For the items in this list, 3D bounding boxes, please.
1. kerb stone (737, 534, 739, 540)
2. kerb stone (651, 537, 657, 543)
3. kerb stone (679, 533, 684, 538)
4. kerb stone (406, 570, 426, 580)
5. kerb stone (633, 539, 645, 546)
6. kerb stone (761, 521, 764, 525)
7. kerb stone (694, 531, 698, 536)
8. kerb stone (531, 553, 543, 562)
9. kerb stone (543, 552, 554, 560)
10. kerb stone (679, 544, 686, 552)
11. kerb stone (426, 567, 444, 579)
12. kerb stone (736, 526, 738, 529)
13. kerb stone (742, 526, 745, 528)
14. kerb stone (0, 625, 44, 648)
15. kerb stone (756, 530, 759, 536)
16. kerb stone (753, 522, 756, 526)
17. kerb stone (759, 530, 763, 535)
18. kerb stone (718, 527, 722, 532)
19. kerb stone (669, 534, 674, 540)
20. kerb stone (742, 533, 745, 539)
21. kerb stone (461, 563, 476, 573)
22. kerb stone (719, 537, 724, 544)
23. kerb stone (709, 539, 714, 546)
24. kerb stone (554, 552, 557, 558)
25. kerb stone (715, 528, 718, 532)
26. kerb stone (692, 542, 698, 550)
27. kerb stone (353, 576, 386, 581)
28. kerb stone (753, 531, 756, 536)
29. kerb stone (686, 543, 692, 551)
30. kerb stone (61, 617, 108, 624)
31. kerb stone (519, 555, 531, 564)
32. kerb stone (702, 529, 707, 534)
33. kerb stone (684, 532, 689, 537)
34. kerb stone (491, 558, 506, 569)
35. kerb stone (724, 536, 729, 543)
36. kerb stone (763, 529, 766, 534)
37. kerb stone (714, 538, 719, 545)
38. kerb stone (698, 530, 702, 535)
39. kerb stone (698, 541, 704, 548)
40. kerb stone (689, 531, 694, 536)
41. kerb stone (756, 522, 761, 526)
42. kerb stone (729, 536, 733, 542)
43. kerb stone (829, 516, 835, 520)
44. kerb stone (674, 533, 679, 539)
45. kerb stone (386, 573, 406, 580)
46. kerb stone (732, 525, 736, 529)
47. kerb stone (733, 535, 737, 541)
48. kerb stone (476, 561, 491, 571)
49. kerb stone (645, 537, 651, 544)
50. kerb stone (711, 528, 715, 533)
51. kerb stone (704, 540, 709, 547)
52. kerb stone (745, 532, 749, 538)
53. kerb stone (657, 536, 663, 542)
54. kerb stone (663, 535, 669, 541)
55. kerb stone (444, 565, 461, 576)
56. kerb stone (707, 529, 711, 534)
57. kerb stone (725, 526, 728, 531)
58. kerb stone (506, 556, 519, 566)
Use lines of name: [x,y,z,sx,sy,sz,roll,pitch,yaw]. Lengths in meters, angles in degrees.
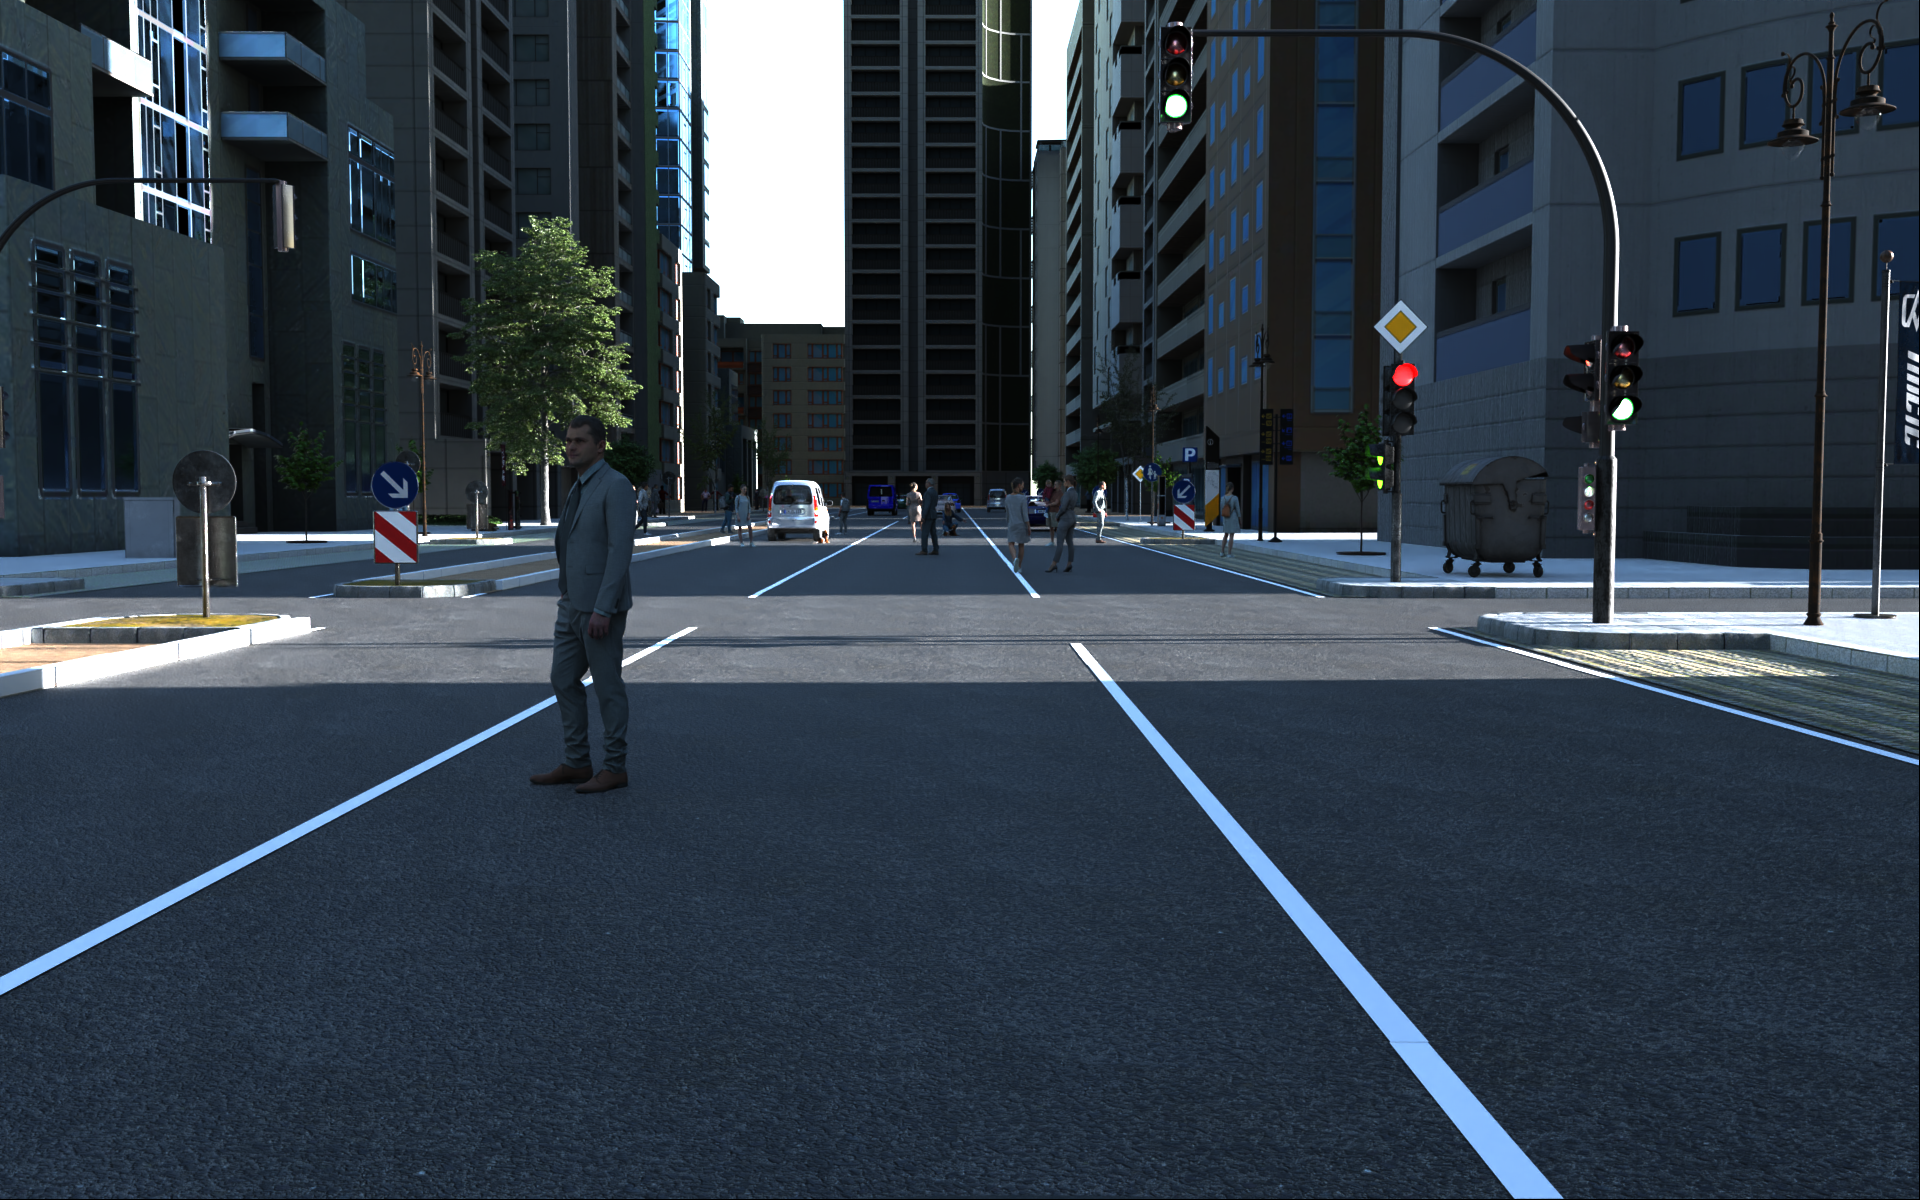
kerb stone: [-7.020,-1.930,53.936,0.120,0.150,1.000,0,4,0]
kerb stone: [-9.096,-1.750,50.810,0.120,0.150,1.000,0,4,0]
kerb stone: [-9.130,-2.063,55.929,0.120,0.150,1.000,0,4,0]
kerb stone: [-8.978,-0.369,28.269,0.120,0.150,1.000,0,4,0]
kerb stone: [-9.093,-1.621,48.763,0.120,0.150,1.000,0,4,0]
kerb stone: [-9.248,-3.505,79.498,0.120,0.150,1.000,0,4,0]
kerb stone: [-9.135,-2.251,58.999,0.120,0.150,1.000,0,4,0]
kerb stone: [-9.022,-0.873,36.473,0.120,0.150,1.000,0,4,0]
kerb stone: [-9.023,-0.936,37.495,0.120,0.150,1.000,0,4,0]
kerb stone: [-6.955,-1.253,42.676,0.120,0.150,1.000,0,4,0]
kerb stone: [-8.979,-0.434,29.291,0.120,0.150,1.000,0,4,0]
kerb stone: [-9.206,-3.003,71.301,0.120,0.150,1.000,0,4,0]
kerb stone: [-9.217,-3.066,72.324,0.120,0.150,1.000,0,4,0]
kerb stone: [-8.906,0.349,16.490,0.120,0.150,1.000,0,4,0]
kerb stone: [-7.043,-2.254,59.051,0.120,0.150,1.000,0,4,0]
kerb stone: [-9.244,-3.316,76.414,0.120,0.150,1.000,0,4,0]
kerb stone: [-7.053,-2.318,60.087,0.120,0.150,1.000,0,4,0]
kerb stone: [-9.181,-2.627,65.154,0.120,0.150,1.000,0,4,0]
kerb stone: [-9.123,-1.938,53.882,0.120,0.150,1.000,0,4,0]
kerb stone: [-7.019,-2.004,54.962,0.120,0.150,1.000,0,4,0]
kerb stone: [-8.995,-0.560,31.345,0.120,0.150,1.000,0,4,0]
kerb stone: [-6.992,-1.691,49.839,0.120,0.150,1.000,0,4,0]
kerb stone: [-6.981,-1.566,47.793,0.120,0.150,1.000,0,4,0]
kerb stone: [-9.030,-0.989,38.524,0.120,0.150,1.000,0,4,0]
kerb stone: [-9.172,-2.565,64.129,0.120,0.150,1.000,0,4,0]
kerb stone: [-6.960,-1.375,44.721,0.120,0.150,1.000,0,4,0]
kerb stone: [-8.959,-0.246,26.219,0.120,0.150,1.000,0,4,0]
kerb stone: [-7.038,-2.192,58.028,0.120,0.150,1.000,0,4,0]
kerb stone: [-6.949,-1.315,43.698,0.120,0.150,1.000,0,4,0]
kerb stone: [-8.911,0.286,17.512,0.120,0.150,1.000,0,4,0]
kerb stone: [-9.013,-0.811,35.450,0.120,0.150,1.000,0,4,0]
kerb stone: [-9.153,-2.376,61.047,0.120,0.150,1.000,0,4,0]
kerb stone: [-9.135,-2.125,56.952,0.120,0.150,1.000,0,4,0]
kerb stone: [-9.002,-0.680,33.397,0.120,0.150,1.000,0,4,0]
kerb stone: [-6.988,-1.753,50.861,0.120,0.150,1.000,0,4,0]
kerb stone: [-7.057,-2.381,61.122,0.120,0.150,1.000,0,4,0]
kerb stone: [-6.982,-1.628,48.817,0.120,0.150,1.000,0,4,0]
kerb stone: [-9.146,-2.314,60.025,0.120,0.150,1.000,0,4,0]
kerb stone: [-6.967,-1.440,45.745,0.120,0.150,1.000,0,4,0]
kerb stone: [-9.131,-2.188,57.974,0.120,0.150,1.000,0,4,0]
kerb stone: [-9.243,-3.442,78.470,0.120,0.150,1.000,0,4,0]
kerb stone: [-7.006,-1.812,51.883,0.120,0.150,1.000,0,4,0]
kerb stone: [-7.270,-4.702,99.066,0.120,0.150,1.000,0,4,0]
kerb stone: [-9.118,-2.001,54.904,0.120,0.150,1.000,0,4,0]
kerb stone: [-8.967,-0.307,27.247,0.120,0.150,1.000,0,4,0]
kerb stone: [-9.199,-2.878,69.250,0.120,0.150,1.000,0,4,0]
kerb stone: [-7.007,-1.870,52.906,0.120,0.150,1.000,0,4,0]
kerb stone: [-9.001,-0.618,32.367,0.120,0.150,1.000,0,4,0]
kerb stone: [-9.090,-1.680,49.788,0.120,0.150,1.000,0,4,0]
kerb stone: [-9.164,-2.502,63.107,0.120,0.150,1.000,0,4,0]
kerb stone: [-6.972,-1.503,46.769,0.120,0.150,1.000,0,4,0]
kerb stone: [-7.019,-2.067,55.984,0.120,0.150,1.000,0,4,0]
kerb stone: [-9.106,-1.804,51.838,0.120,0.150,1.000,0,4,0]
kerb stone: [-9.110,-1.875,52.860,0.120,0.150,1.000,0,4,0]
kerb stone: [-8.986,-0.496,30.319,0.120,0.150,1.000,0,4,0]
kerb stone: [-9.163,-2.435,62.081,0.120,0.150,1.000,0,4,0]
kerb stone: [-9.189,-2.749,67.203,0.120,0.150,1.000,0,4,0]
kerb stone: [-9.004,-0.748,34.423,0.120,0.150,1.000,0,4,0]
